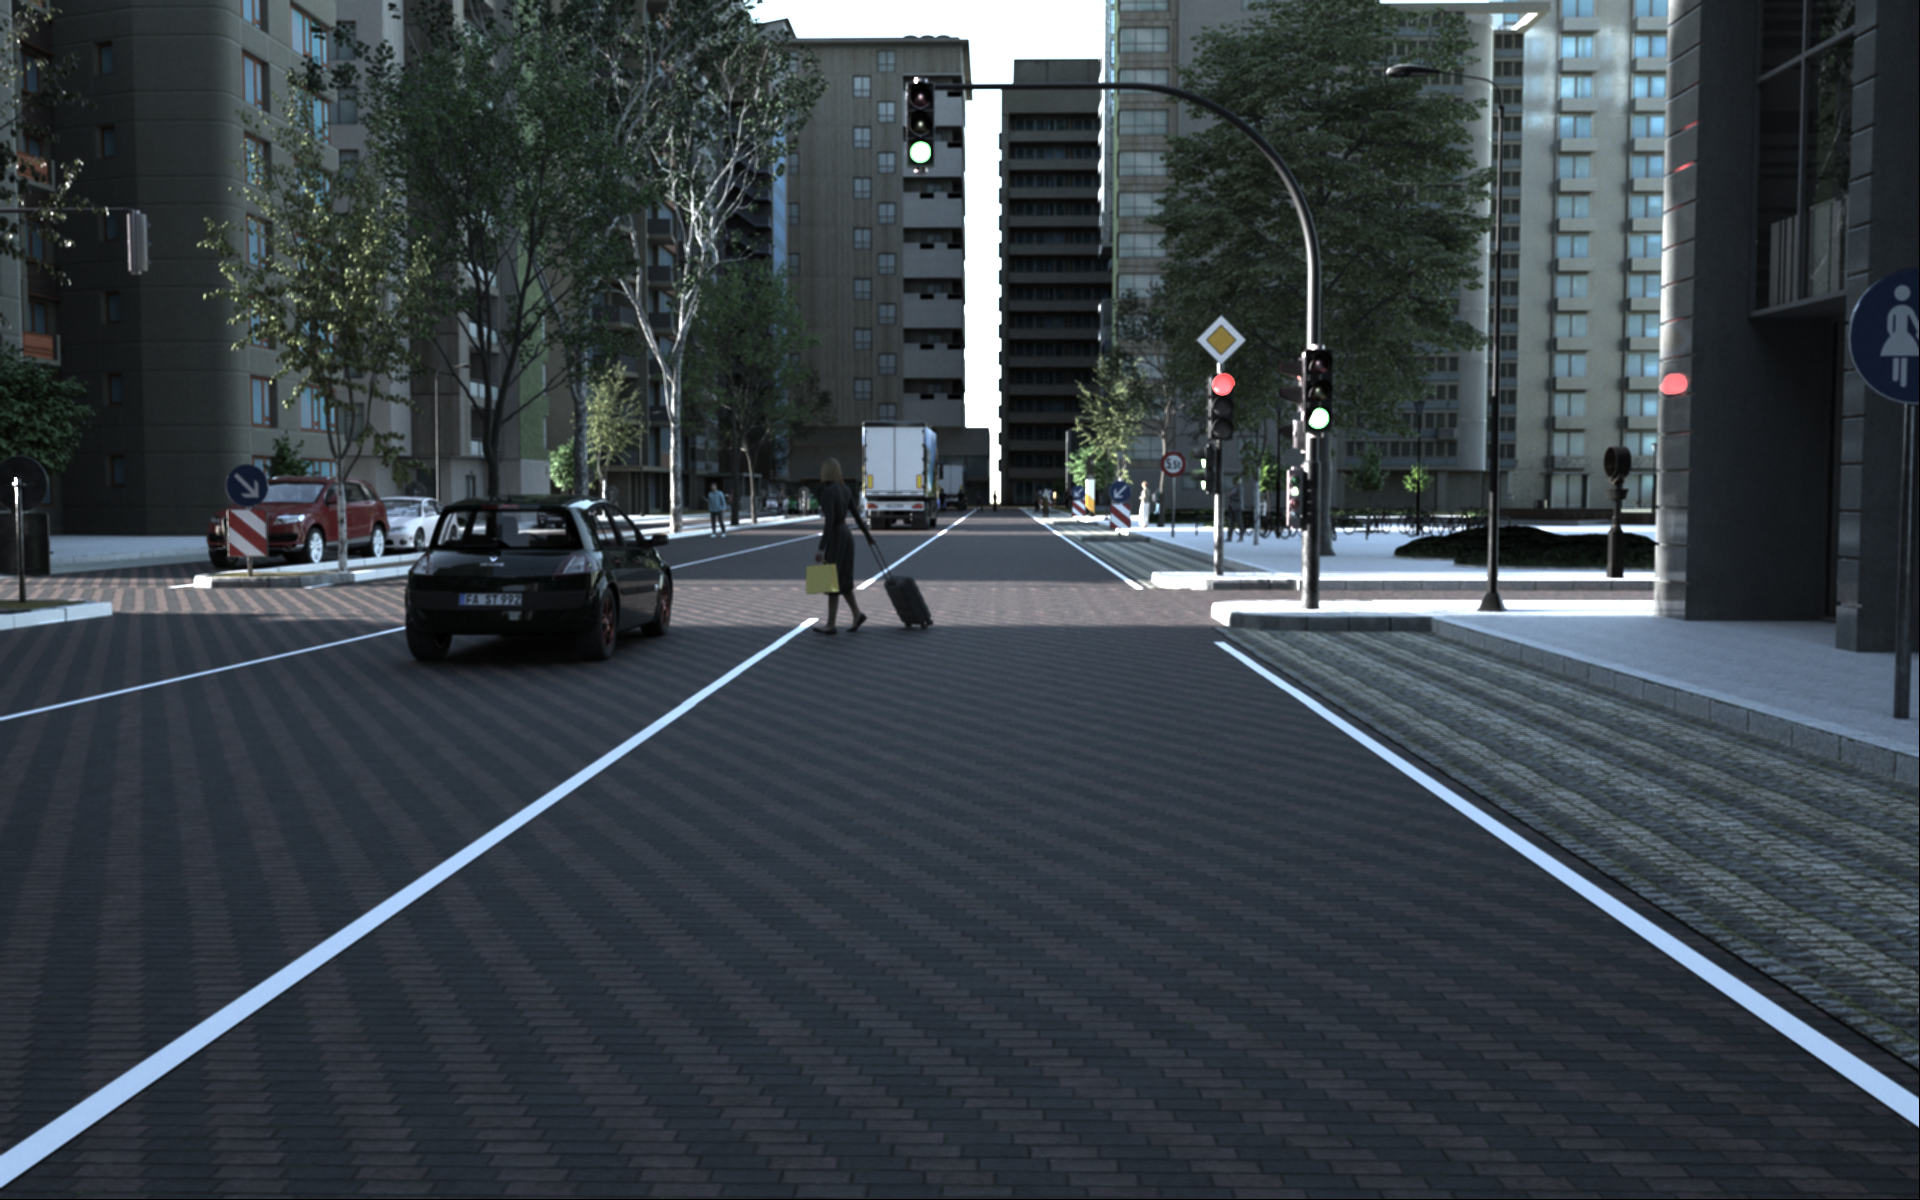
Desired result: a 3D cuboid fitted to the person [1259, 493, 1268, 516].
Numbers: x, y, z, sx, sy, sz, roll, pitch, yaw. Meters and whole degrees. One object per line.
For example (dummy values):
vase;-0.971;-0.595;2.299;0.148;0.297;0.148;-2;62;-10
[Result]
person;11.860;-3.770;68.239;0.519;1.759;0.362;0;4;0

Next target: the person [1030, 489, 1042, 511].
person;6.287;-8.153;141.805;0.705;1.823;1.348;-3;5;-43

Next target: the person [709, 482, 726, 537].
person;-8.085;-3.014;57.796;0.660;1.820;0.620;1;4;17

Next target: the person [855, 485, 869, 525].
person;-4.565;-4.399;80.301;0.818;1.842;0.514;-2;4;-31

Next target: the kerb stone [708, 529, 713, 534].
kerb stone;-9.153;-2.469;62.566;0.120;0.150;1.000;0;4;1

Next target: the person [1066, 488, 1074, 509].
person;9.570;-8.715;148.546;0.705;1.822;1.348;3;5;41

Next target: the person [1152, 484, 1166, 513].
person;9.475;-4.642;82.284;0.721;1.781;0.623;-1;4;-9

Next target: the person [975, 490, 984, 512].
person;1.573;-7.933;138.648;0.683;1.767;0.568;-1;4;-10

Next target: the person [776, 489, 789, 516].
person;-11.508;-6.317;112.319;0.750;1.759;0.617;-3;5;-43

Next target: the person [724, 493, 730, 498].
person;-21.796;-9.338;161.904;0.628;1.438;0.799;0;4;8

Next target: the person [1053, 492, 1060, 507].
person;9.875;-10.532;178.342;0.705;1.812;1.348;-2;4;-28

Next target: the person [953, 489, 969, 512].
person;0.060;-7.973;138.870;1.348;1.822;0.705;1;4;16

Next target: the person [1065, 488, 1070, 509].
person;9.571;-9.034;153.847;0.705;1.812;1.348;1;4;23

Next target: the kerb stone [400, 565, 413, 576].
kerb stone;-9.871;-0.518;30.780;0.120;0.150;1.000;0;4;1

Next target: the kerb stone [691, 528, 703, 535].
kerb stone;-9.203;-2.344;60.522;0.120;0.150;1.000;0;4;1

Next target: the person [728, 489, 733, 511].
person;-14.177;-6.004;107.382;0.721;1.743;1.217;1;4;9

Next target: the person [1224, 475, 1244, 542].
person;7.375;-2.463;46.492;0.526;1.800;0.537;-1;4;-11

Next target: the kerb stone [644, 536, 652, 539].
kerb stone;-9.387;-1.842;52.320;0.120;0.150;1.000;0;4;1

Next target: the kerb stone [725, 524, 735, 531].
kerb stone;-9.040;-2.784;67.714;0.120;0.150;1.000;0;4;1

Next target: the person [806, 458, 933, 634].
person;-0.954;-0.567;17.992;1.509;1.804;0.699;-2;4;-31

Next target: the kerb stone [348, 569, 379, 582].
kerb stone;-9.917;-0.400;28.736;0.120;0.150;1.000;0;4;1

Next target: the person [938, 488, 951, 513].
person;-1.365;-7.640;133.051;1.348;1.869;0.705;-1;4;-11

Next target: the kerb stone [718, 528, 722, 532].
kerb stone;-9.104;-2.596;64.633;0.120;0.150;1.000;0;4;1

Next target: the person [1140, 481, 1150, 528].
person;6.910;-3.569;64.953;0.362;1.759;0.519;2;4;30

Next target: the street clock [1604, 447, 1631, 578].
street clock;10.028;-1.339;26.465;0.358;2.002;0.471;0;4;-3

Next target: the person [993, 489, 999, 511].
person;2.920;-8.207;142.620;0.705;1.831;1.348;1;4;21

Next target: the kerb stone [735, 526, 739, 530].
kerb stone;-9.014;-2.842;68.736;0.120;0.150;1.000;0;4;1

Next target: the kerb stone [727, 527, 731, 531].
kerb stone;-9.055;-2.721;66.689;0.120;0.150;1.000;0;4;1

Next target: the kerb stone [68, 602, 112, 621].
kerb stone;-10.112;0.133;20.013;0.120;0.150;1.000;0;4;1

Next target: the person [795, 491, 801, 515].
person;-10.922;-6.507;116.358;0.415;1.643;0.593;-3;5;-42

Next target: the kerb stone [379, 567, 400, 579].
kerb stone;-9.897;-0.463;29.758;0.120;0.150;1.000;0;4;1

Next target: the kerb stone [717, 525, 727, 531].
kerb stone;-9.086;-2.659;65.663;0.120;0.150;1.000;0;4;1

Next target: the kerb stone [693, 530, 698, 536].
kerb stone;-9.223;-2.280;59.494;0.120;0.150;1.000;0;4;1

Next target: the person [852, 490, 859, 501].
person;-9.942;-9.303;160.739;1.348;1.807;0.705;-2;4;-27

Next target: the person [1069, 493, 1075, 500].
person;10.009;-8.922;155.150;0.421;1.427;0.697;2;4;34

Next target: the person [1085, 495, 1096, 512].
person;9.006;-6.991;121.069;1.217;1.743;0.721;-2;4;-29

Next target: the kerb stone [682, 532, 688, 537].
kerb stone;-9.270;-2.156;57.445;0.120;0.150;1.000;0;4;1

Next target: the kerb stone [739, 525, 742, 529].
kerb stone;-8.999;-2.909;69.765;0.120;0.150;1.000;0;4;1

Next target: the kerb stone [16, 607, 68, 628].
kerb stone;-10.143;0.206;18.989;0.120;0.150;1.000;0;4;1

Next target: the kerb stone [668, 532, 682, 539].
kerb stone;-9.290;-2.093;56.418;0.120;0.150;1.000;0;4;1

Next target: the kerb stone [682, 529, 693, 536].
kerb stone;-9.250;-2.218;58.468;0.120;0.150;1.000;0;4;1

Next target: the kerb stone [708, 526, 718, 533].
kerb stone;-9.126;-2.531;63.599;0.120;0.150;1.000;0;4;1

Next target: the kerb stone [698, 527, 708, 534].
kerb stone;-9.174;-2.407;61.543;0.120;0.150;1.000;0;4;1

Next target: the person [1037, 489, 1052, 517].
person;5.209;-5.943;106.393;1.217;1.736;0.721;-3;4;-38

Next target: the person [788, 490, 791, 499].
person;-14.516;-8.464;146.903;0.705;1.822;1.348;-1;4;-10
